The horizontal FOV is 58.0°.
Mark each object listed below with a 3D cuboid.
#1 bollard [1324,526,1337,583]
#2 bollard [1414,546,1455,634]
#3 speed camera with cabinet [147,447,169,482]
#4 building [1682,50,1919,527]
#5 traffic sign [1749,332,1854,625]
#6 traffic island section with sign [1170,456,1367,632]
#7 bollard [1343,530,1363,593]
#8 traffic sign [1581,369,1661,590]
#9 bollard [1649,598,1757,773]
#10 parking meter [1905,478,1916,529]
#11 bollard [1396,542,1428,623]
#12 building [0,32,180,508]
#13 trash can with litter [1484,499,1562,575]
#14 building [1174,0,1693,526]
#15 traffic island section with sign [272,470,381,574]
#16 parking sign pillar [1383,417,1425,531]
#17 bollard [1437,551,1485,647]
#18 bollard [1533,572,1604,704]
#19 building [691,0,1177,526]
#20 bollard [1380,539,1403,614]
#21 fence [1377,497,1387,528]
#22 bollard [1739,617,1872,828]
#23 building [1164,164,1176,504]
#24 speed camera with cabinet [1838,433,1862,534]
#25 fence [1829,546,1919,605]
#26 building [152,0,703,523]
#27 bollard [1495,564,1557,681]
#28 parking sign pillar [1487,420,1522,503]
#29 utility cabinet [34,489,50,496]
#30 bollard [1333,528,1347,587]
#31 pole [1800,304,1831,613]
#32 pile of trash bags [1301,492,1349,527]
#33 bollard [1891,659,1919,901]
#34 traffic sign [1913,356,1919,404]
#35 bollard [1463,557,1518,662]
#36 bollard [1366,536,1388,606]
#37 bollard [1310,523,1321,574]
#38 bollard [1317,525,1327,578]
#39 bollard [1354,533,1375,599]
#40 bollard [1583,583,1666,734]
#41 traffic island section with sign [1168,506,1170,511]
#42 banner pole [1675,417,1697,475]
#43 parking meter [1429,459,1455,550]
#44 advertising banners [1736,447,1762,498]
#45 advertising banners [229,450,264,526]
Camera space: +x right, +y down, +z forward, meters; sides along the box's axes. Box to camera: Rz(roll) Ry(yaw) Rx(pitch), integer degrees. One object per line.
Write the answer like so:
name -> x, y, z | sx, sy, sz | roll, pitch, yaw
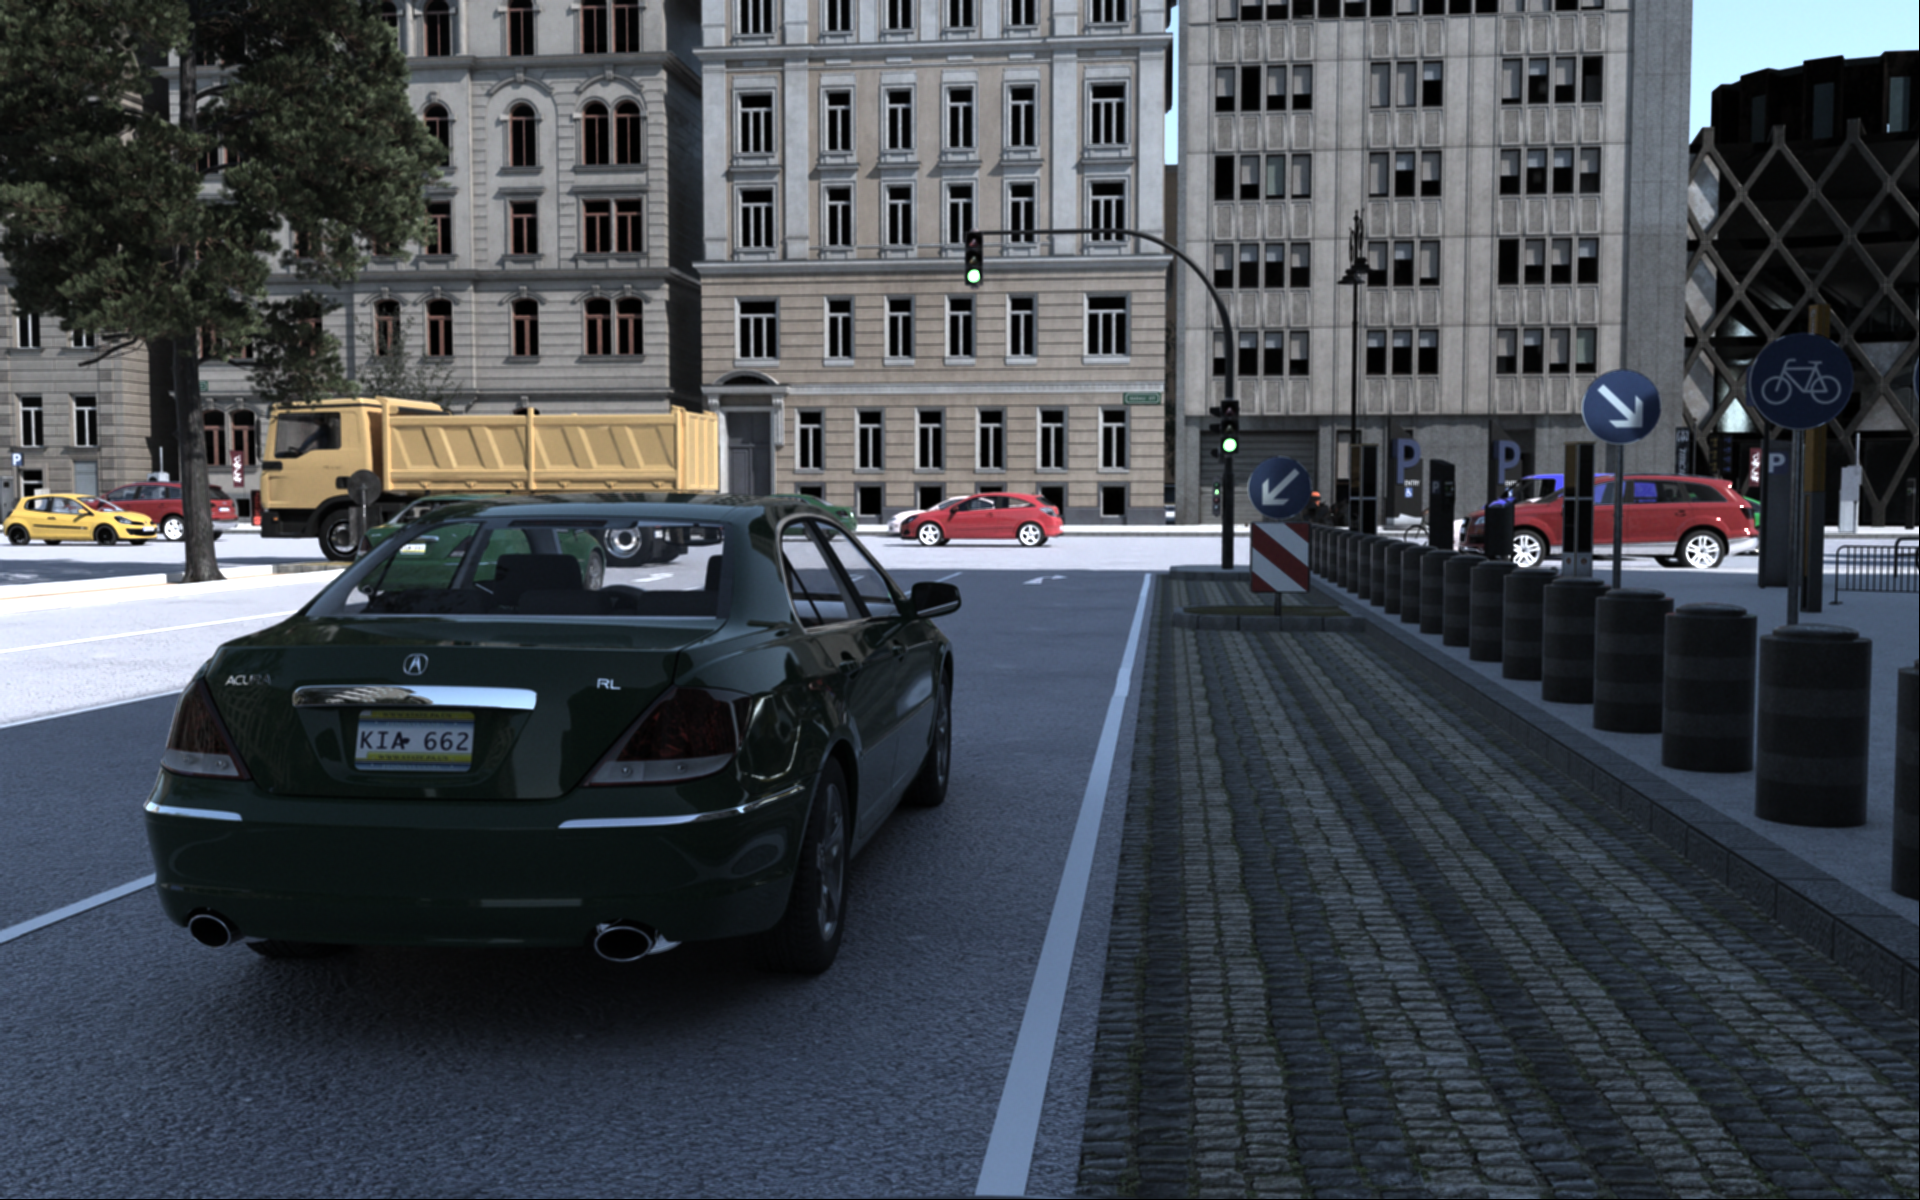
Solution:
bollard -> 5.556, -0.641, 25.190 | 0.404, 0.777, 0.398 | 0, 3, 0
bollard -> 4.459, -0.078, 15.992 | 0.404, 0.777, 0.398 | 0, 3, 0
speed camera with cabinet -> -34.205, -4.798, 72.786 | 2.038, 3.252, 0.660 | 1, 4, 22
building -> 37.838, -12.681, 74.792 | 16.811, 18.784, 16.820 | 0, 4, 7
traffic sign -> 6.647, -0.835, 13.766 | 0.768, 2.556, 0.104 | 1, 4, 12
traffic island section with sign -> 3.327, -0.628, 18.890 | 1.989, 1.847, 2.006 | 0, 4, 7
bollard -> 5.246, -0.479, 22.549 | 0.404, 0.777, 0.398 | 0, 3, 0
traffic sign -> 6.771, -1.082, 17.804 | 0.768, 2.556, 0.104 | 1, 4, 15
bollard -> 3.519, 0.403, 8.136 | 0.404, 0.777, 0.398 | 0, 3, 0
parking meter -> 34.703, -3.519, 63.239 | 0.255, 1.863, 0.399 | 3, 4, 36
bollard -> 4.614, -0.158, 17.306 | 0.404, 0.777, 0.398 | 0, 3, 0
building -> -47.852, -17.418, 82.049 | 25.104, 27.353, 12.463 | 0, 4, 7
trash can with litter -> 8.645, -0.947, 26.535 | 2.233, 1.210, 1.678 | -1, 4, -23
building -> 19.386, -15.719, 75.033 | 19.932, 24.808, 12.078 | 0, 4, 7
traffic island section with sign -> -11.213, -1.448, 31.805 | 2.006, 1.907, 1.989 | 0, 4, 7
parking sign pillar -> 15.658, -4.433, 60.959 | 1.447, 3.967, 1.447 | -2, 4, -28
bollard -> 4.307, 0.002, 14.684 | 0.404, 0.777, 0.398 | 0, 3, 0
bollard -> 3.828, 0.243, 10.751 | 0.404, 0.777, 0.398 | 0, 3, 0
building -> -0.519, -17.810, 77.105 | 20.117, 28.700, 13.634 | 0, 4, 7
bollard -> 4.773, -0.238, 18.613 | 0.404, 0.777, 0.398 | 0, 3, 0
fence -> 15.361, -3.251, 64.359 | 0.480, 1.192, 2.264 | 3, 5, 44
bollard -> 3.363, 0.483, 6.828 | 0.404, 0.777, 0.398 | 0, 3, 0
building -> 29.691, -35.715, 234.045 | 14.200, 45.320, 14.600 | 0, 4, 7
speed camera with cabinet -> 29.230, -3.827, 56.911 | 0.660, 3.252, 2.038 | 2, 4, 26
fence -> 11.020, -0.260, 19.619 | 2.069, 0.683, 0.278 | 3, 4, 37
building -> -22.687, -17.912, 80.245 | 23.554, 28.519, 14.401 | 0, 4, 7
bollard -> 3.992, 0.162, 12.061 | 0.404, 0.777, 0.398 | 0, 3, 0
parking sign pillar -> 19.798, -4.553, 62.913 | 1.447, 3.967, 1.447 | -2, 4, -29
utility cabinet -> -36.885, -3.726, 69.600 | 0.318, 1.500, 1.173 | -1, 4, -14
bollard -> 5.409, -0.560, 23.873 | 0.404, 0.777, 0.398 | 0, 3, 0
pole -> 9.247, -1.522, 18.727 | 0.158, 3.312, 0.155 | 0, 3, 0
pile of trash bags -> 14.353, -3.591, 68.466 | 1.912, 1.369, 3.447 | 0, 4, -4
bollard -> 3.204, 0.562, 5.521 | 0.404, 0.777, 0.398 | 0, 3, 0
traffic sign -> 7.724, -0.811, 13.369 | 0.768, 2.556, 0.104 | 1, 4, 10
bollard -> 4.148, 0.082, 13.377 | 0.404, 0.777, 0.398 | 0, 3, 0
bollard -> 4.930, -0.318, 19.920 | 0.404, 0.777, 0.398 | 0, 3, 0
bollard -> 5.877, -0.802, 27.822 | 0.404, 0.777, 0.398 | 0, 3, 0
bollard -> 5.721, -0.721, 26.513 | 0.404, 0.777, 0.398 | 0, 3, 0
bollard -> 5.090, -0.399, 21.237 | 0.404, 0.777, 0.398 | 0, 3, 0
bollard -> 3.672, 0.323, 9.444 | 0.404, 0.777, 0.398 | 0, 3, 0
traffic island section with sign -> 22.275, -10.312, 177.233 | 1.989, 1.847, 2.006 | 0, 4, 7
banner pole -> 23.839, -4.085, 56.809 | 0.401, 3.779, 0.863 | -3, 5, -43
parking meter -> 8.078, -1.426, 29.034 | 0.255, 1.863, 0.399 | -2, 4, -24
advertising banners -> 29.020, -4.200, 64.851 | 2.074, 3.025, 0.090 | 0, 4, -1
advertising banners -> -28.178, -4.485, 69.523 | 2.074, 3.025, 0.090 | -1, 4, -17
